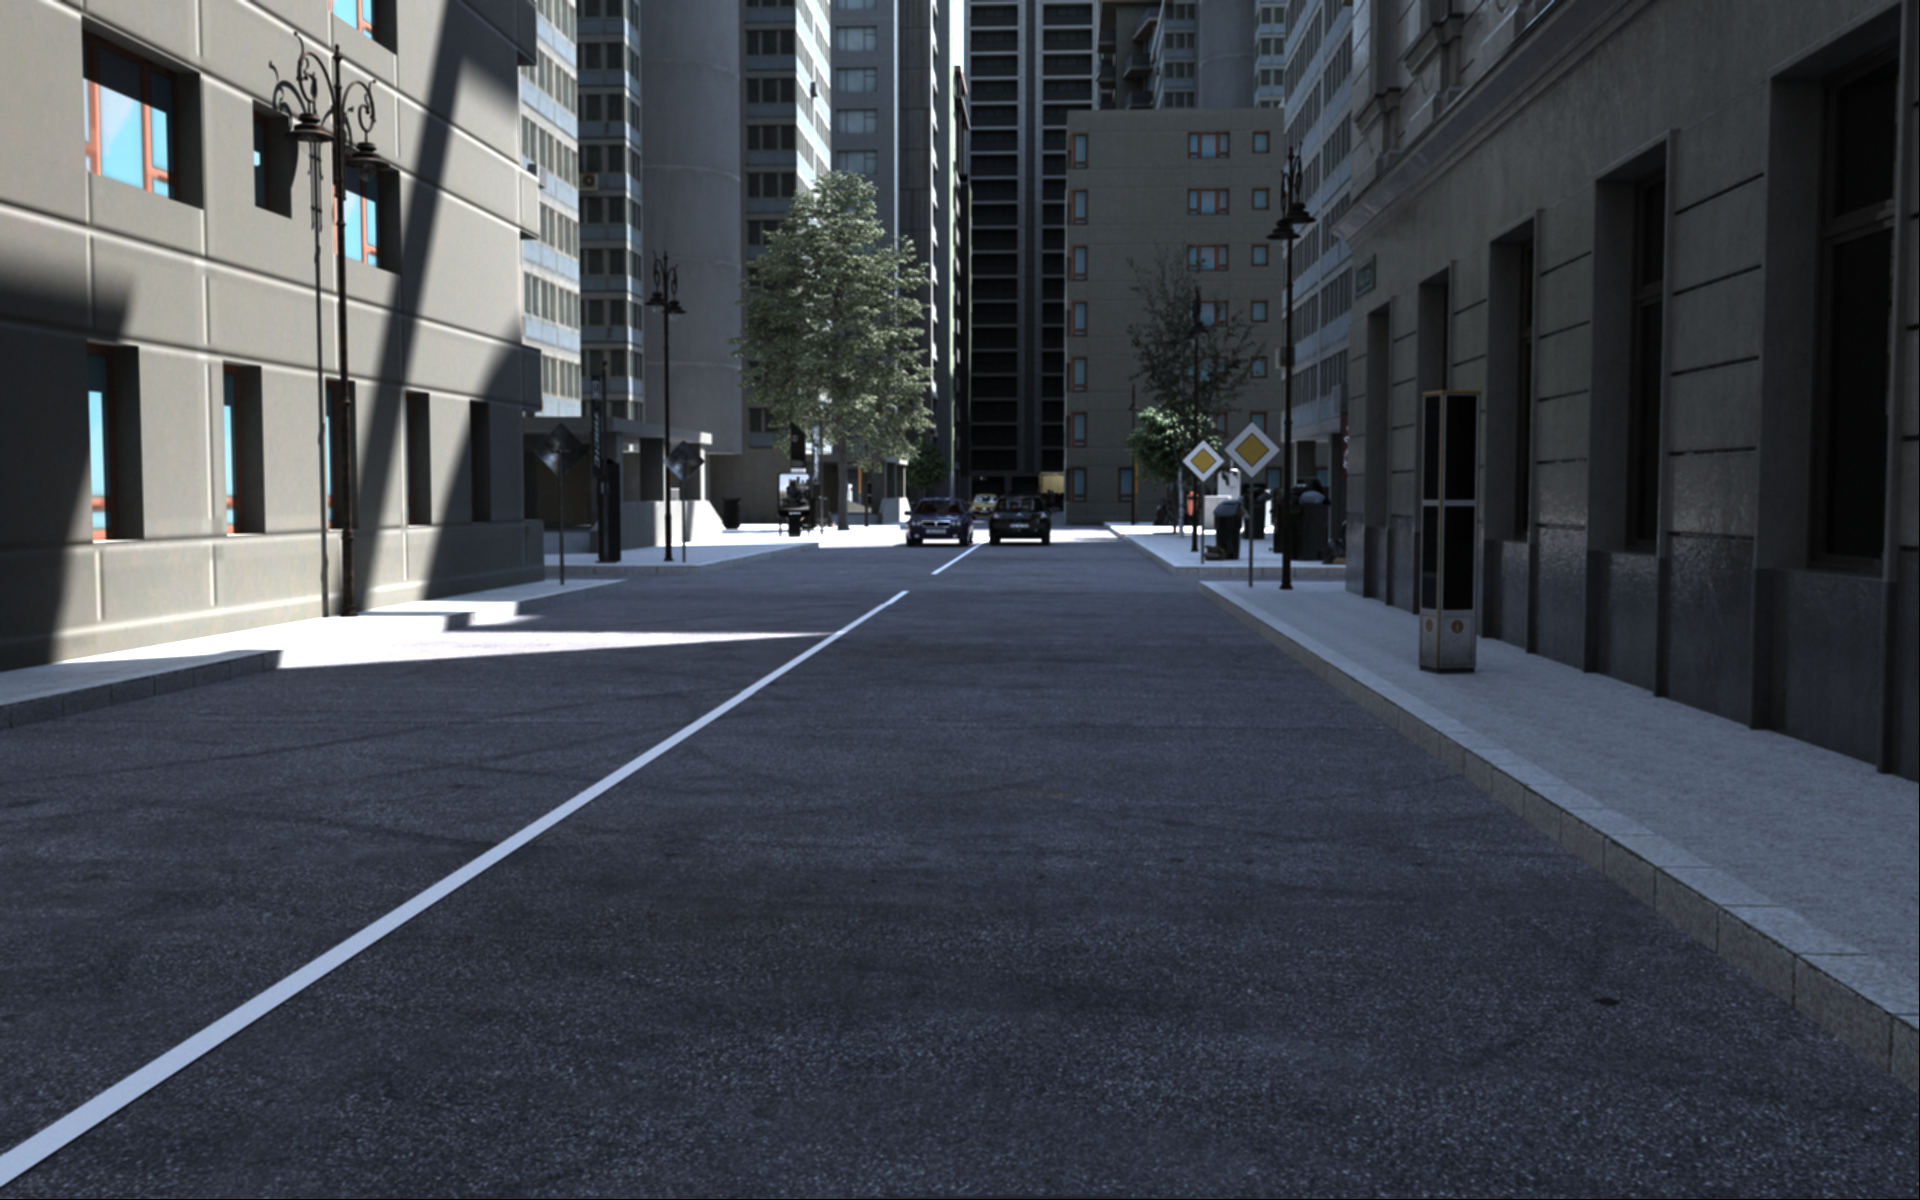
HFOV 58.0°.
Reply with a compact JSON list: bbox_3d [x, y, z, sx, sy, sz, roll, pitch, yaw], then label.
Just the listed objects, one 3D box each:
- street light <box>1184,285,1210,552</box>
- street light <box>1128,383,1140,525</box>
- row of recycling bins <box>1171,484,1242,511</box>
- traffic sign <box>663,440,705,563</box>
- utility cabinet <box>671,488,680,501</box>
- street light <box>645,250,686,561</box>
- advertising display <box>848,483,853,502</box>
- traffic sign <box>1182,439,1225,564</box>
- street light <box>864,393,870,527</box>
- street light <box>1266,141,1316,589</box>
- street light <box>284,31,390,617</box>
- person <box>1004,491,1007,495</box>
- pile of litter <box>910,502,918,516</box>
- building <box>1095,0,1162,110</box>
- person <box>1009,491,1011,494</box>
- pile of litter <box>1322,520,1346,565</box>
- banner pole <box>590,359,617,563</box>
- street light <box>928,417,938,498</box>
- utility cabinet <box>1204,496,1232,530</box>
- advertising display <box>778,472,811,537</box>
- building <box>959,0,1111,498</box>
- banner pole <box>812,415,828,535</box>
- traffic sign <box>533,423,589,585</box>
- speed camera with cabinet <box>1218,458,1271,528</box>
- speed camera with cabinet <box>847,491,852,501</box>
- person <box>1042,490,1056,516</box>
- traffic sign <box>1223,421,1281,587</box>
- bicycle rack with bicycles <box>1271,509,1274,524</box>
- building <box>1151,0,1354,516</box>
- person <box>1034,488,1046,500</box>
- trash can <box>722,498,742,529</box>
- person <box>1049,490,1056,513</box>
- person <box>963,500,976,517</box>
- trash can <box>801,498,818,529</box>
[{"bbox_3d":[5.245,-4.021,38.523,0.468,5.910,1.993,0,4,3],"label":"street light"},{"bbox_3d":[7.227,-6.083,72.244,0.468,5.910,1.993,0,4,3],"label":"street light"},{"bbox_3d":[10.540,-3.981,72.202,3.534,1.692,1.069,1,4,11],"label":"row of recycling bins"},{"bbox_3d":[-5.166,-1.758,32.384,0.795,2.450,0.064,0,4,3],"label":"traffic sign"},{"bbox_3d":[-11.248,-3.631,68.045,1.173,1.500,0.318,1,4,20],"label":"utility cabinet"},{"bbox_3d":[-5.593,-3.687,33.064,0.468,5.910,1.993,0,4,3],"label":"street light"},{"bbox_3d":[-6.616,-6.025,103.722,0.123,1.923,0.974,1,4,11],"label":"advertising display"},{"bbox_3d":[4.462,-1.723,31.820,0.795,2.450,0.064,0,4,3],"label":"traffic sign"},{"bbox_3d":[-3.641,-5.782,67.317,0.468,5.910,1.993,0,4,3],"label":"street light"},{"bbox_3d":[4.406,-3.084,23.212,0.468,5.910,1.993,0,4,3],"label":"street light"},{"bbox_3d":[-6.398,-2.763,17.967,0.468,5.910,1.993,0,4,3],"label":"street light"},{"bbox_3d":[4.418,-9.820,169.767,1.217,1.736,0.721,2,4,29],"label":"person"},{"bbox_3d":[-2.395,-5.231,99.493,1.719,0.858,1.176,-3,5,-43],"label":"pile of litter"},{"bbox_3d":[23.036,-30.431,152.169,22.147,44.769,28.867,0,4,3],"label":"building"},{"bbox_3d":[4.415,-8.630,150.279,0.721,1.739,1.217,-3,5,-43],"label":"person"},{"bbox_3d":[7.425,-1.099,31.928,1.719,0.858,1.176,-1,4,-10],"label":"pile of litter"},{"bbox_3d":[-6.645,-2.567,31.992,0.401,3.779,0.863,1,4,10],"label":"banner pole"},{"bbox_3d":[-1.602,-7.910,102.124,0.468,5.910,1.993,0,4,3],"label":"street light"},{"bbox_3d":[9.188,-3.106,61.948,1.020,1.237,0.306,3,4,36],"label":"utility cabinet"},{"bbox_3d":[-4.942,-2.839,51.626,0.974,1.923,0.123,-1,4,-14],"label":"advertising display"},{"bbox_3d":[11.070,-46.527,198.965,20.611,71.187,20.563,0,4,3],"label":"building"},{"bbox_3d":[-4.490,-3.968,54.891,0.401,3.779,0.863,-2,4,-32],"label":"banner pole"},{"bbox_3d":[-5.618,-1.270,24.412,0.795,2.450,0.064,0,4,3],"label":"traffic sign"},{"bbox_3d":[10.721,-4.338,65.258,2.038,3.252,0.660,-1,4,-23],"label":"speed camera with cabinet"},{"bbox_3d":[-6.826,-6.019,92.745,2.038,3.252,0.660,0,4,5],"label":"speed camera with cabinet"},{"bbox_3d":[5.857,-6.470,115.006,1.217,1.735,0.721,-2,4,-27],"label":"person"},{"bbox_3d":[4.010,-1.236,23.848,0.795,2.450,0.064,0,4,3],"label":"traffic sign"},{"bbox_3d":[12.823,-3.789,75.325,2.852,0.926,2.925,-2,4,-29],"label":"bicycle rack with bicycles"},{"bbox_3d":[26.661,-26.491,125.010,32.217,40.220,23.993,0,4,3],"label":"building"},{"bbox_3d":[5.480,-6.953,122.141,1.348,1.831,0.705,1,4,19],"label":"person"},{"bbox_3d":[-8.364,-3.170,63.482,0.748,1.137,0.748,0,3,0],"label":"trash can"},{"bbox_3d":[6.895,-7.333,129.307,0.541,1.710,0.530,1,4,16],"label":"person"},{"bbox_3d":[0.164,-3.948,78.542,0.738,1.151,1.012,-2,4,-32],"label":"person"},{"bbox_3d":[-5.543,-3.147,63.099,0.748,1.137,0.748,0,3,0],"label":"trash can"}]
